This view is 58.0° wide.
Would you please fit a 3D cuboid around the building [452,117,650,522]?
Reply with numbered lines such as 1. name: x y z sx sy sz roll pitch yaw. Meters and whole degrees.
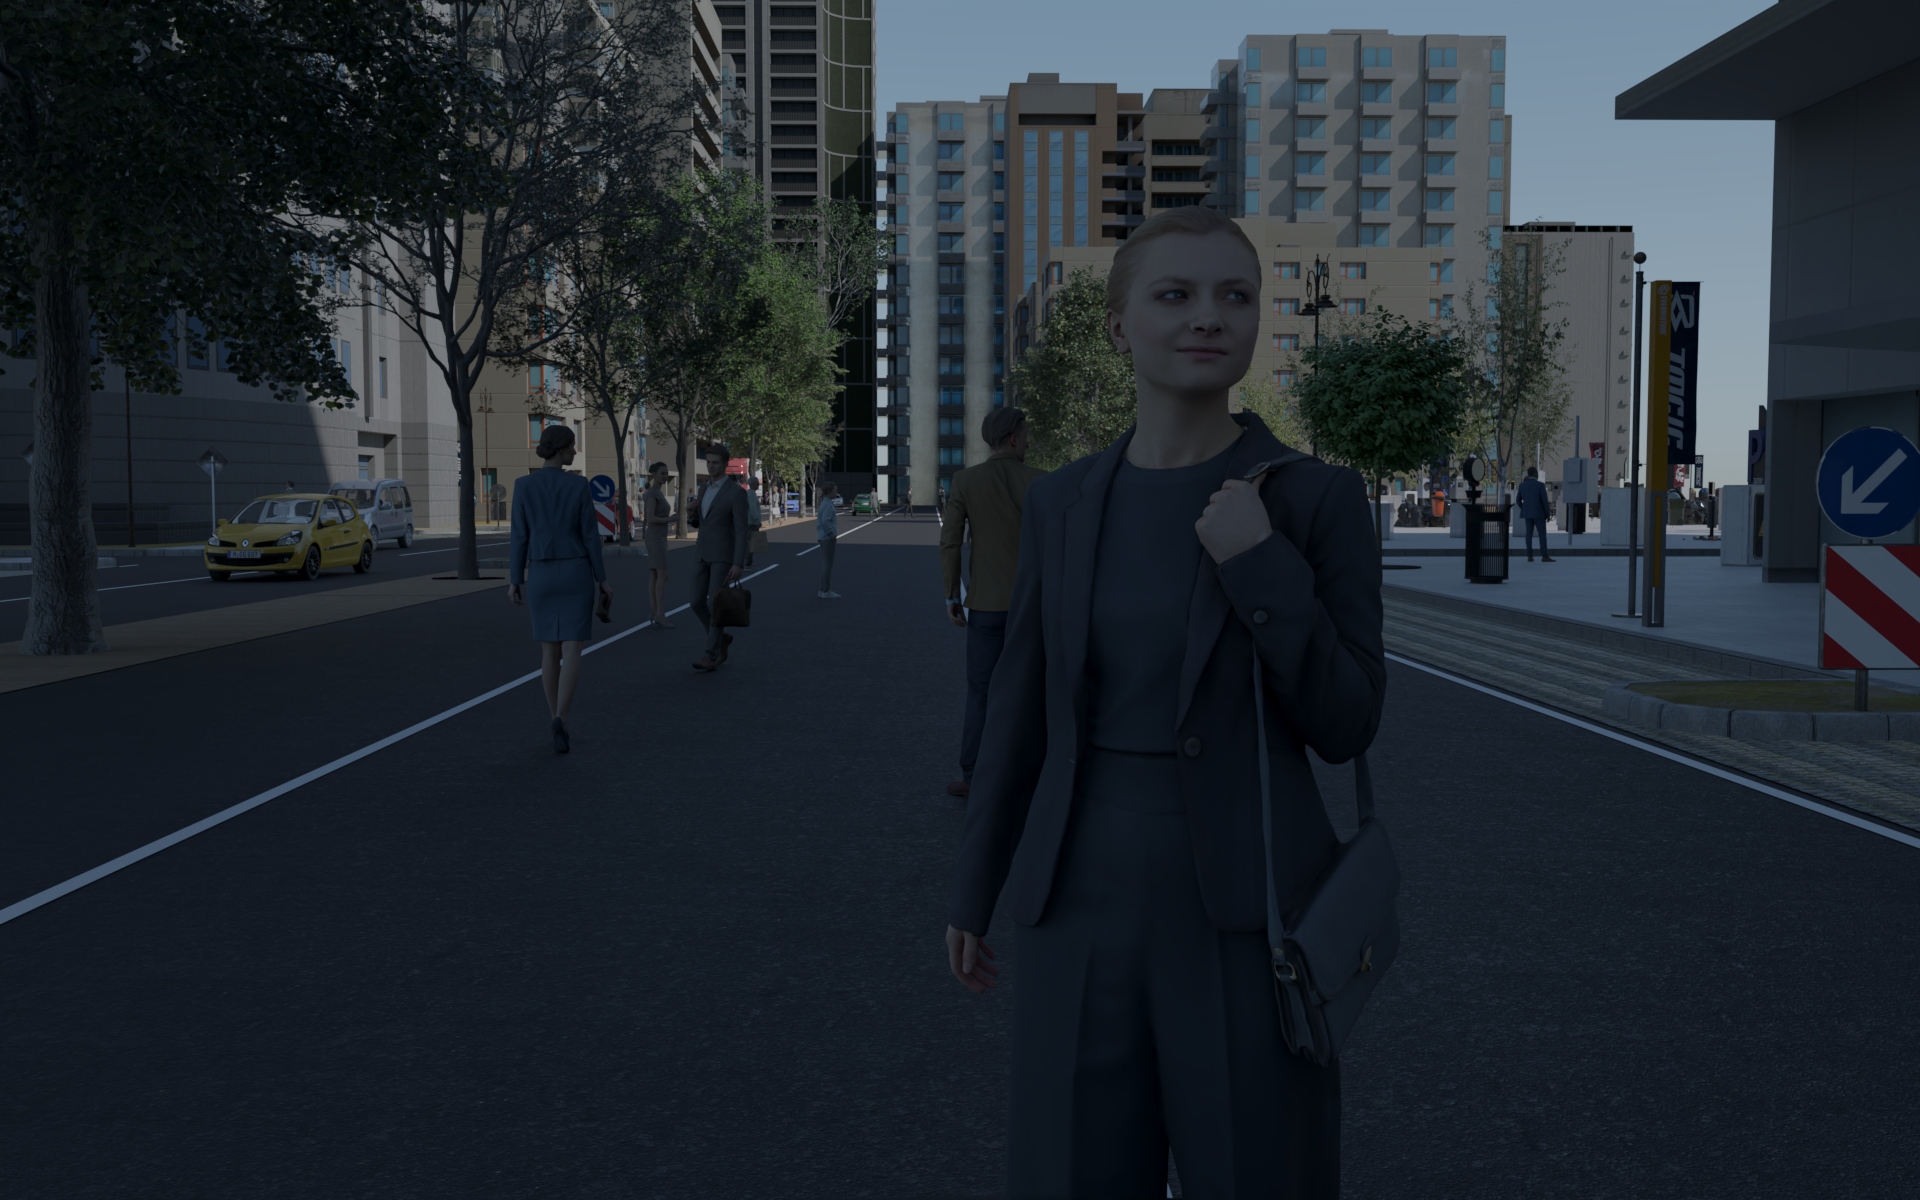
1. building: -33.103 -15.220 93.886 27.650 21.520 28.899 0 4 -1

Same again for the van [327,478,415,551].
1. van: -15.524 -2.312 44.815 2.013 2.044 4.112 0 4 1

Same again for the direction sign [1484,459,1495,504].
1. direction sign: 33.836 -7.297 111.298 0.379 3.537 0.876 3 4 37

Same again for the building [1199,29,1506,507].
1. building: 40.974 -34.386 181.822 30.456 49.044 23.786 0 4 -1

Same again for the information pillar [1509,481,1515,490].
1. information pillar: 31.337 -5.742 98.375 0.304 2.012 0.304 0 4 2

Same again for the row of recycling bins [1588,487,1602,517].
1. row of recycling bins: 35.159 -5.441 96.078 1.069 1.692 3.534 -1 4 -15

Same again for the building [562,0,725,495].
1. building: -32.757 -32.330 152.300 21.300 48.544 21.600 0 4 -1

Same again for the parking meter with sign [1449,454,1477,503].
1. parking meter with sign: 21.392 -4.778 74.388 1.738 3.016 0.543 -2 4 -25

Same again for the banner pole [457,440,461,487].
1. banner pole: -20.376 -4.960 71.111 0.863 3.779 0.401 -1 4 -21

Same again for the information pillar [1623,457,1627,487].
1. information pillar: 42.137 -7.240 109.723 0.183 3.616 0.504 2 4 34

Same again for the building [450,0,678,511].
1. building: -38.021 -26.702 128.455 32.217 40.220 23.993 0 4 -1

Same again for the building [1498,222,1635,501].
1. building: 63.175 -25.437 187.589 14.107 30.474 14.160 0 4 -1

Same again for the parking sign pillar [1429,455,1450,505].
1. parking sign pillar: 22.165 -5.603 80.085 1.447 3.967 1.447 0 4 -8

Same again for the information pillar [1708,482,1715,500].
1. information pillar: 44.623 -6.016 102.858 0.304 2.012 0.304 3 5 43

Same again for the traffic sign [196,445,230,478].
1. traffic sign: -17.893 -2.404 41.494 0.795 2.593 0.064 0 4 -1

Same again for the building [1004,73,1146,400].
1. building: 11.878 -32.751 185.593 14.600 45.320 14.200 0 4 -1

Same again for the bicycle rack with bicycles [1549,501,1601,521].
1. bicycle rack with bicycles: 28.526 -4.217 82.328 2.925 0.926 2.852 -1 4 -14

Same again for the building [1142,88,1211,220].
1. building: 31.475 -35.911 210.852 21.600 48.544 21.300 0 4 -1

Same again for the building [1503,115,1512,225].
1. building: 53.066 -35.959 211.633 21.600 48.544 21.300 0 4 -1

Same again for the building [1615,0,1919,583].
1. building: 22.943 -25.830 11.564 28.713 52.752 27.495 0 4 -1

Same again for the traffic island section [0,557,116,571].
1. traffic island section: -17.789 -0.691 33.576 2.009 0.180 2.903 0 4 -1

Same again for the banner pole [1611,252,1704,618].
1. banner pole: 7.254 -1.711 17.992 0.863 3.779 0.401 0 4 1

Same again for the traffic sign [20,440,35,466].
1. traffic sign: -17.766 -1.916 33.510 0.795 2.593 0.064 0 4 -1

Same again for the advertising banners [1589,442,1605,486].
1. advertising banners: 22.161 -3.789 58.138 2.074 3.025 0.090 2 4 30

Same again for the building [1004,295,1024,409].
1. building: 18.562 -19.564 164.914 27.650 21.520 28.899 0 4 -1

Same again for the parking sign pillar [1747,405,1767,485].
1. parking sign pillar: 24.043 -3.876 51.839 1.447 3.967 1.447 0 4 4

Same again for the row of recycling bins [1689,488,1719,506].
1. row of recycling bins: 48.362 -6.380 111.433 3.534 1.692 1.069 2 4 24

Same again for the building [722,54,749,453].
1. building: -37.550 -34.222 179.141 30.456 49.044 23.786 0 4 -1

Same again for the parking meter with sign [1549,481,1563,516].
1. parking meter with sign: 35.425 -6.492 102.403 0.543 3.016 1.738 -3 5 -42

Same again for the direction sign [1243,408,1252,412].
1. direction sign: 7.582 -3.291 45.807 0.379 3.537 0.876 2 4 23

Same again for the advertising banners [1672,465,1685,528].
1. advertising banners: 26.564 -4.253 65.731 2.074 3.025 0.090 0 4 2

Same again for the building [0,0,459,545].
1. building: -30.316 -31.275 53.353 21.231 58.520 28.212 0 4 -1

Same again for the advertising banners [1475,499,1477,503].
1. advertising banners: 32.564 -7.004 110.698 0.090 3.025 2.074 -1 4 -8

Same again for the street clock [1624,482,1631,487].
1. street clock: 39.451 -5.984 102.407 0.358 2.002 0.471 -1 4 -12

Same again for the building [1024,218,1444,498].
1. building: 19.816 -17.794 135.973 27.650 21.520 28.899 0 4 -1

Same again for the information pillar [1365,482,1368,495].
1. information pillar: 25.422 -6.382 108.832 0.304 2.012 0.304 0 4 -6

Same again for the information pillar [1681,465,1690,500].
1. information pillar: 39.151 -6.246 93.473 0.504 3.616 0.183 -1 4 -17

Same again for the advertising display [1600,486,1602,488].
1. advertising display: 43.117 -6.871 117.558 0.123 1.923 0.974 -2 4 -29

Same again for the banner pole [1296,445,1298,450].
1. banner pole: 16.911 -5.994 88.020 0.863 3.779 0.401 3 5 40

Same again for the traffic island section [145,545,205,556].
1. traffic island section: -17.917 -1.179 41.560 2.009 0.180 2.903 0 4 -1

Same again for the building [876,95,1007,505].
1. building: 5.181 -36.166 210.916 30.456 49.044 23.786 0 4 -1

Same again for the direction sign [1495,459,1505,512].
1. direction sign: 35.160 -7.419 113.295 0.876 3.537 0.379 0 4 3

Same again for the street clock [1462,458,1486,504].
1. street clock: 10.283 -1.842 34.683 0.471 2.002 0.358 -3 4 -38

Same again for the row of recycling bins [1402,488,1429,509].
1. row of recycling bins: 29.057 -6.210 108.651 1.069 1.692 3.534 -2 4 -33

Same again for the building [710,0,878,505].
1. building: -20.606 -47.156 209.253 20.611 71.187 20.563 0 4 -1

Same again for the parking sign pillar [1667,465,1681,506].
1. parking sign pillar: 44.264 -7.254 107.070 1.447 3.967 1.447 2 4 35
